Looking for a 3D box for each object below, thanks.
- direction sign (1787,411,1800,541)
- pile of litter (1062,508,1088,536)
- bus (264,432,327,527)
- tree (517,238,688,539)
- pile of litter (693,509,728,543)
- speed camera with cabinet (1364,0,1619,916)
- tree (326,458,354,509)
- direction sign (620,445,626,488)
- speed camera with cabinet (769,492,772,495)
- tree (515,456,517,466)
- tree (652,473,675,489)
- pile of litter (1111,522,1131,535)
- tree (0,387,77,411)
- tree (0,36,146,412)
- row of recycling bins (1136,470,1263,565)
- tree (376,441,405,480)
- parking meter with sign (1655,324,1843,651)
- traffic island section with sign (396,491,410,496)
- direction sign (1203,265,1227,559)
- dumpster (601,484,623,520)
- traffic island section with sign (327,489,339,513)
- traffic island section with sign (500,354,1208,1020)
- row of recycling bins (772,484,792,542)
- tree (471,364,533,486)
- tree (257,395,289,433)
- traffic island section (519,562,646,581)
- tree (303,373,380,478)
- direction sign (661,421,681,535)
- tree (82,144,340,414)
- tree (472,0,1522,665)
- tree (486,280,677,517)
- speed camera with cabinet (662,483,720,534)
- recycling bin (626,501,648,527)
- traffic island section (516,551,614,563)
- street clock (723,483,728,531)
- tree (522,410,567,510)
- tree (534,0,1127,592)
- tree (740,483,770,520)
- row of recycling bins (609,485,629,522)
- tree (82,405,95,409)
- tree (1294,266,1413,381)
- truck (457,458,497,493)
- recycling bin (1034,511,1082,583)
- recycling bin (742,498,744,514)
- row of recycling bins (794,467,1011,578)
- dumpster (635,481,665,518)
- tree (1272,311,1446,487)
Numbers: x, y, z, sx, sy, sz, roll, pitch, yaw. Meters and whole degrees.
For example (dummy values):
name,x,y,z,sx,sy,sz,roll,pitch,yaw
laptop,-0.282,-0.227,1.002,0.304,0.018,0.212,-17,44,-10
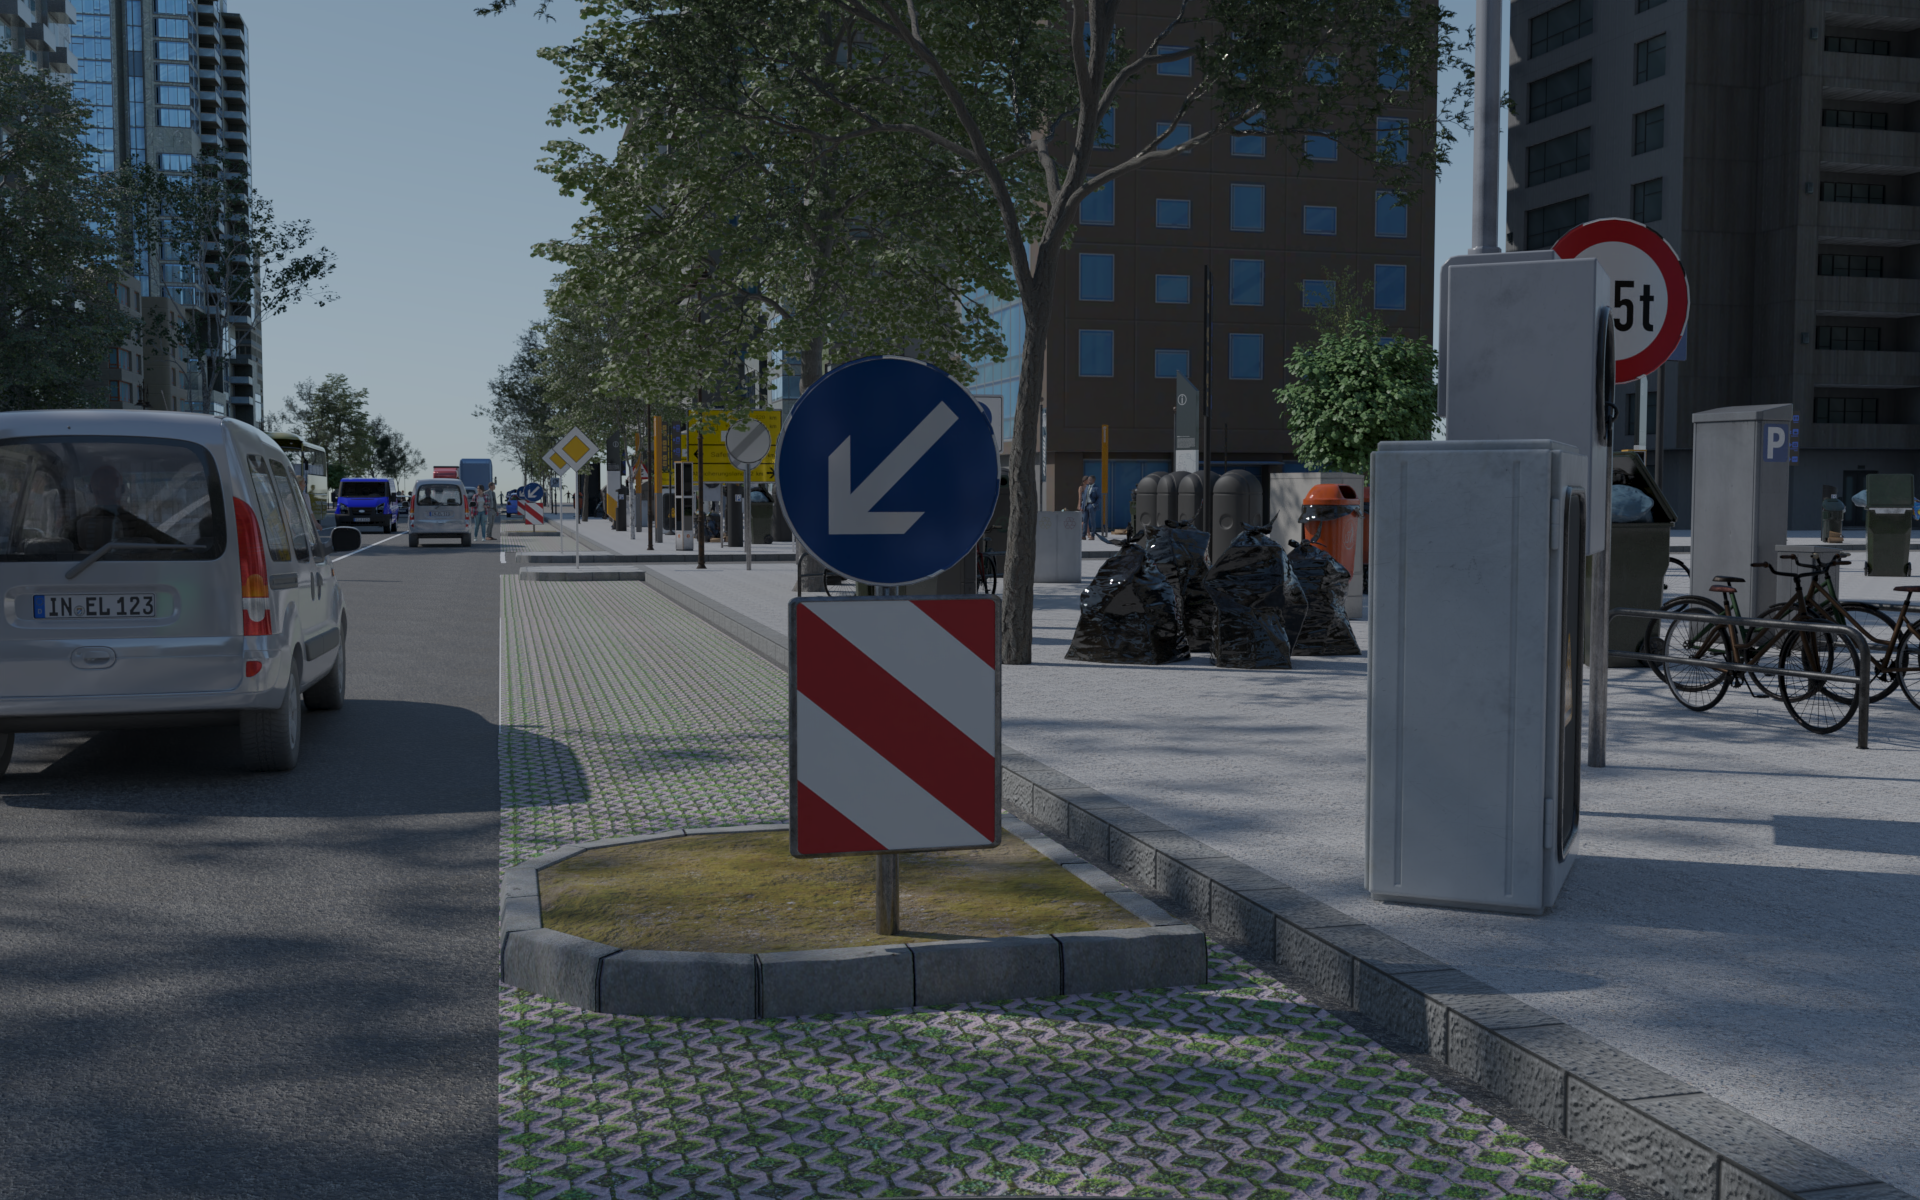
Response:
name,x,y,z,sx,sy,sz,roll,pitch,yaw
direction sign,22.550,-3.396,47.520,0.379,3.537,0.876,-3,5,-42
pile of litter,3.558,-2.430,53.700,1.176,0.858,1.719,3,5,40
bus,-28.059,-4.913,71.880,2.896,3.916,12.252,-1,4,-16
tree,-9.339,-6.001,48.472,4.360,8.622,3.978,0,3,0
pile of litter,-6.354,-1.980,46.334,1.176,0.858,1.719,3,5,41
speed camera with cabinet,1.946,-0.722,6.143,0.660,3.252,2.038,2,4,25
tree,-54.834,-10.270,151.625,4.285,4.588,4.351,0,3,0
direction sign,-14.518,-5.029,74.227,0.379,3.537,0.876,1,4,16
speed camera with cabinet,-11.853,-7.204,112.114,0.660,3.252,2.038,-3,5,-44
tree,-49.868,-15.368,201.621,4.360,8.622,3.978,0,3,0
tree,-14.808,-5.680,87.473,1.663,3.219,1.824,0,3,0
pile of litter,5.406,-2.475,54.433,1.176,0.858,1.719,-1,4,-12
tree,-49.855,-8.772,93.791,4.360,8.622,3.978,0,3,0
tree,-27.351,-8.601,47.276,9.857,13.997,8.962,0,3,0
row of recycling bins,4.152,-1.432,30.530,1.069,1.692,3.534,-1,4,-22
tree,-75.410,-17.046,229.062,4.737,8.622,4.395,0,3,0
parking meter with sign,6.663,-1.134,14.801,0.543,3.016,1.738,-2,4,-29
traffic island section with sign,-67.900,-12.309,209.882,1.989,1.847,2.006,-1,4,-15
direction sign,2.515,-1.567,17.612,0.379,3.537,0.876,1,4,12
dumpster,-17.399,-4.985,87.257,1.264,1.857,1.865,-1,4,-15
traffic island section with sign,-46.868,-7.460,130.592,1.989,1.847,2.006,-1,4,-15
traffic island section with sign,-0.493,0.180,5.684,1.989,1.847,2.006,-1,4,-15
row of recycling bins,-4.356,-2.504,48.051,1.069,1.692,3.534,1,4,15
tree,-64.623,-24.324,253.586,12.611,20.169,13.585,0,3,0
tree,-51.743,-12.398,137.123,8.767,10.594,7.601,-1,4,-12
traffic island section,-6.501,-0.451,29.651,2.009,0.180,2.903,-1,4,-15
tree,-58.478,-14.966,162.814,7.486,12.596,7.792,0,3,0
direction sign,-9.028,-3.791,53.974,0.876,3.537,0.379,2,4,31
tree,-39.034,-14.451,92.168,12.611,20.169,13.585,0,3,0
tree,0.447,-4.774,12.463,8.767,10.594,7.601,-1,4,-11
tree,-21.007,-11.366,96.204,12.009,13.543,11.850,0,3,0
speed camera with cabinet,-8.678,-3.759,55.803,2.038,3.252,0.660,0,4,-8
recycling bin,-12.658,-3.357,67.446,0.722,1.027,0.722,3,4,39
traffic island section,-8.548,-0.923,37.370,2.009,0.180,2.903,-1,4,-15
street clock,-8.001,-3.365,59.584,0.358,2.002,0.471,-2,4,-29
tree,-33.466,-11.670,141.168,4.737,8.622,4.395,0,3,0
tree,-1.544,-6.387,22.552,7.486,12.596,7.792,0,3,0
tree,-10.256,-5.583,85.880,1.663,3.219,1.824,0,3,0
row of recycling bins,-15.723,-4.467,80.143,1.069,1.692,3.534,-1,4,-13
tree,-30.853,-4.761,61.557,4.285,4.588,4.351,0,3,0
tree,12.515,-6.427,55.442,4.737,8.622,4.395,0,3,0
truck,-35.031,-8.262,124.838,2.967,4.110,18.799,-1,4,-14
recycling bin,1.386,-0.778,25.274,0.722,1.027,0.722,0,4,-2
recycling bin,-14.529,-6.144,113.002,0.722,1.027,0.722,-2,4,-26
row of recycling bins,-0.711,-1.228,27.187,3.534,1.692,1.069,1,4,14
dumpster,-13.480,-4.265,75.491,1.264,1.857,1.865,-1,4,-15
tree,7.227,-2.903,31.170,4.285,4.588,4.351,0,3,0
